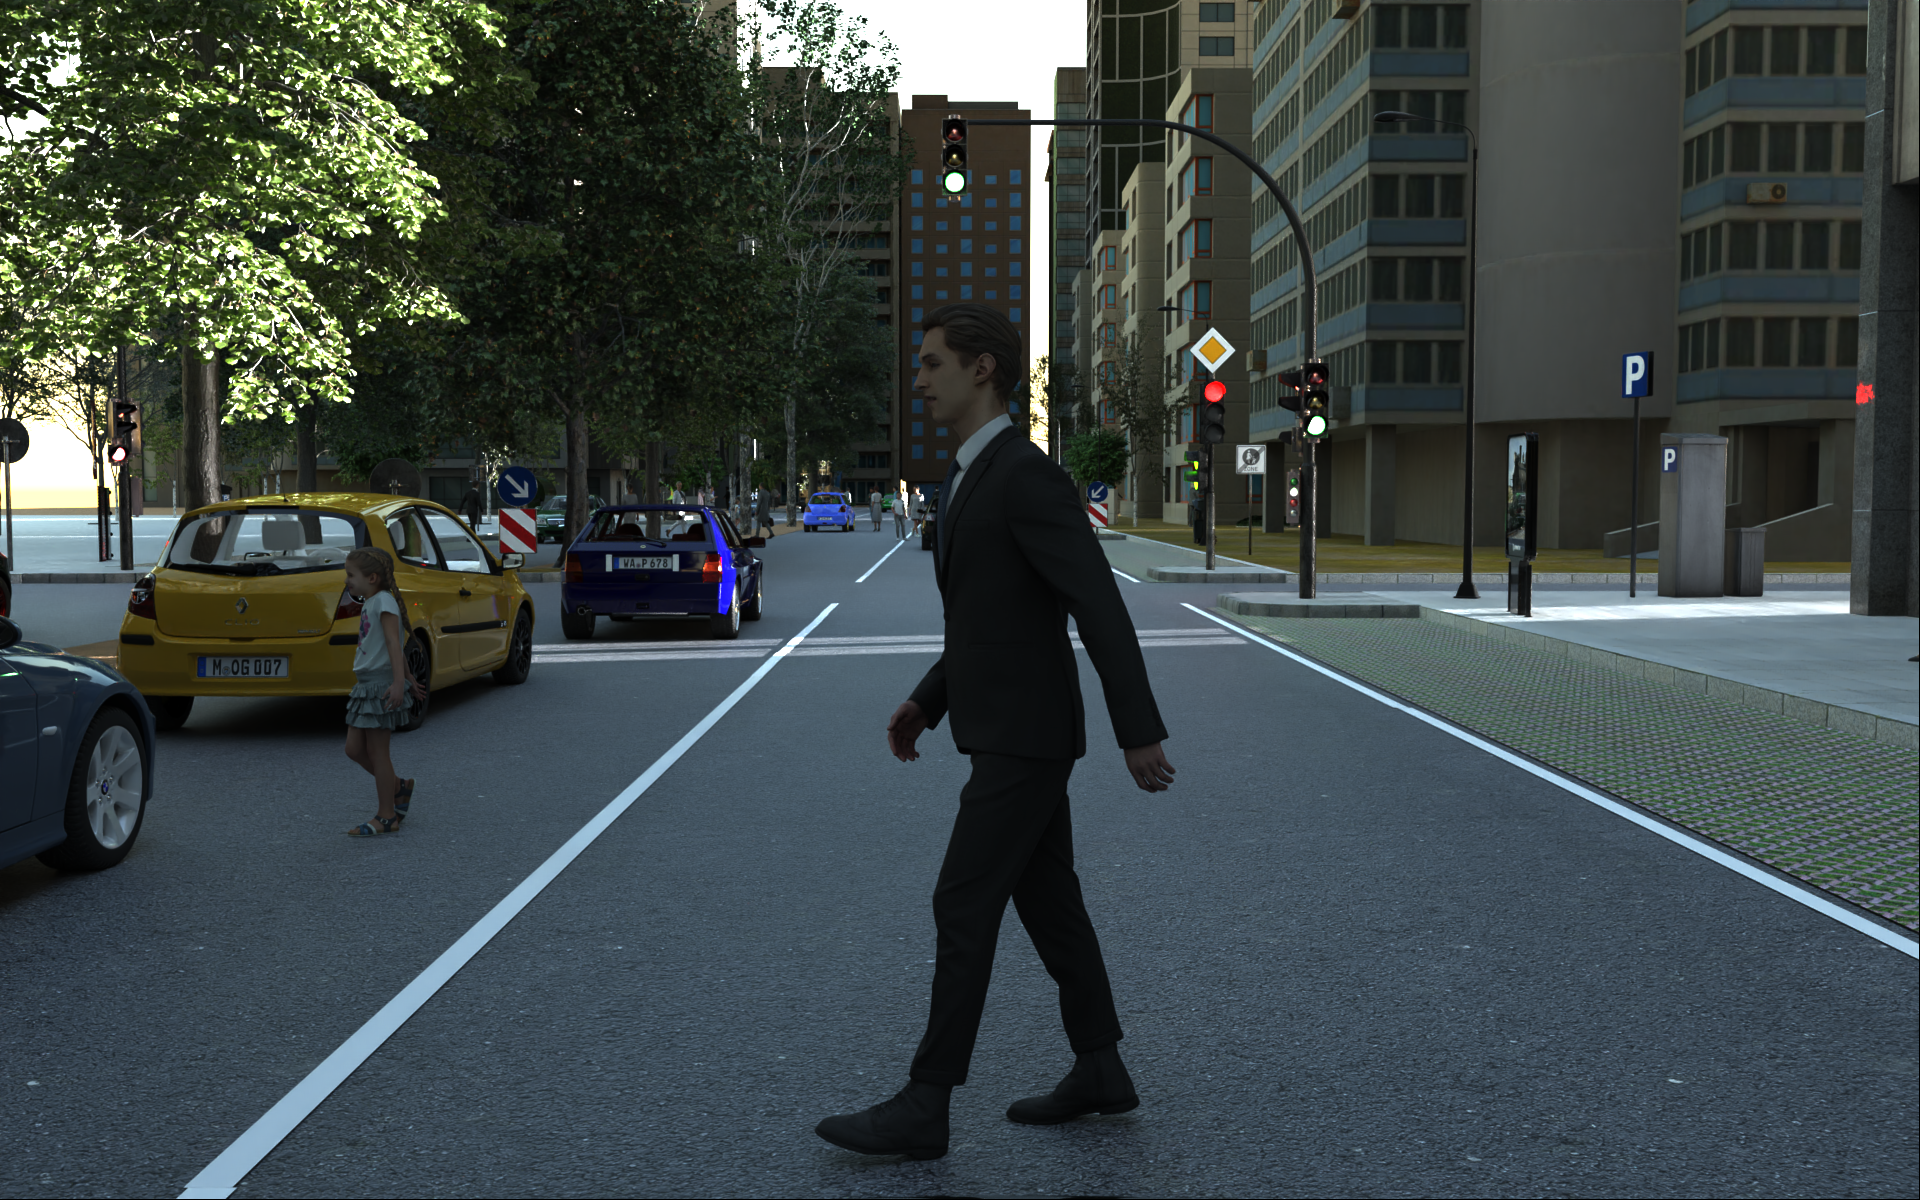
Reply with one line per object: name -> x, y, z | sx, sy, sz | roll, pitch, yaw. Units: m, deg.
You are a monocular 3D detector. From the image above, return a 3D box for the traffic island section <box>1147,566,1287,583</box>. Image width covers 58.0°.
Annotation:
traffic island section -> 4.257, -0.430, 29.312 | 2.009, 0.180, 2.903 | 0, 4, 0

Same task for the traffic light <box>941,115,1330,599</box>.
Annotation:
traffic light -> 2.156, -2.838, 21.063 | 4.771, 5.953, 1.251 | 0, 4, 0

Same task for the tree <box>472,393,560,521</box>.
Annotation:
tree -> -21.834, -8.380, 87.383 | 4.360, 8.622, 3.978 | 0, 3, 0

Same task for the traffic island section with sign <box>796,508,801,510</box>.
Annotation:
traffic island section with sign -> -14.251, -9.213, 159.260 | 1.989, 1.847, 2.006 | 0, 4, 0

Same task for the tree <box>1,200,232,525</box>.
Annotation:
tree -> -36.355, -9.942, 72.923 | 12.009, 13.543, 11.850 | 0, 3, 0

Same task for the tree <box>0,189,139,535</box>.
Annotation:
tree -> -29.756, -7.261, 53.128 | 8.767, 10.594, 7.601 | -2, 4, -31

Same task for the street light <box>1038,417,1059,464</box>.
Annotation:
street light -> 5.413, -8.062, 104.349 | 1.470, 5.913, 1.316 | 0, 4, 0

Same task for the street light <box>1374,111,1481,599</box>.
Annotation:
street light -> 5.722, -2.976, 21.205 | 1.470, 5.913, 1.316 | 0, 4, 0

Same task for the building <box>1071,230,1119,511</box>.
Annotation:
building -> 23.082, -17.313, 128.112 | 27.650, 21.520, 28.899 | 0, 4, 0

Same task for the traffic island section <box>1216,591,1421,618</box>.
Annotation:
traffic island section -> 4.288, 0.058, 21.327 | 2.009, 0.180, 2.903 | 0, 4, 0

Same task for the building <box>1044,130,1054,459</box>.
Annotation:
building -> 22.926, -33.467, 201.816 | 28.867, 44.769, 22.147 | 0, 4, 0

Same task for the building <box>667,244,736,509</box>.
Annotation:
building -> -27.317, -23.107, 149.500 | 14.160, 30.474, 14.107 | 0, 4, 0

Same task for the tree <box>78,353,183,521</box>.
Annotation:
tree -> -40.172, -8.089, 82.616 | 4.737, 8.622, 4.395 | 0, 3, 0

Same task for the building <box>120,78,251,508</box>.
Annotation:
building -> -72.005, -29.744, 169.914 | 14.086, 41.232, 14.154 | 0, 4, 0

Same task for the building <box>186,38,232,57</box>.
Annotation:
building -> -75.142, -46.594, 200.057 | 20.611, 71.187, 20.563 | 0, 4, 0

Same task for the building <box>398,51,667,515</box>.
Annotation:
building -> -27.403, -20.777, 111.413 | 14.160, 30.474, 14.107 | 0, 4, 0

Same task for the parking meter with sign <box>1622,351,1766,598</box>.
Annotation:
parking meter with sign -> 9.159, -1.548, 21.571 | 1.738, 3.016, 0.543 | -1, 4, -11

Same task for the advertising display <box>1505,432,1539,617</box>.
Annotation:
advertising display -> 5.968, -0.808, 18.429 | 0.123, 1.923, 0.974 | 0, 4, 6

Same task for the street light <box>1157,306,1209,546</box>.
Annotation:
street light -> 5.570, -4.306, 42.948 | 1.470, 5.913, 1.316 | 0, 4, 0

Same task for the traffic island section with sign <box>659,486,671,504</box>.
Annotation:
traffic island section with sign -> -13.969, -4.469, 81.691 | 1.989, 1.847, 2.006 | 0, 4, 0

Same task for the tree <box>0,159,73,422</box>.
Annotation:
tree -> -21.162, -5.279, 36.666 | 4.360, 8.622, 3.978 | 0, 3, 0

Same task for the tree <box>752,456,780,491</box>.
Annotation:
tree -> -16.852, -10.011, 147.388 | 4.285, 4.588, 4.351 | 0, 3, 0

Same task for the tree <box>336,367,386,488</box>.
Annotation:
tree -> -27.087, -8.210, 84.599 | 4.737, 8.622, 4.395 | 0, 3, 0

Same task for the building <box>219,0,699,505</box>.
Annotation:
building -> -36.194, -26.806, 130.154 | 32.217, 40.220, 23.993 | 0, 4, 0

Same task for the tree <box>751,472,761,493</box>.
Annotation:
tree -> -16.961, -8.932, 140.646 | 1.663, 3.219, 1.824 | 0, 3, 0

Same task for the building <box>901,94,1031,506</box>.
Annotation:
building -> 0.656, -33.480, 197.503 | 14.200, 45.320, 14.600 | 0, 4, 0

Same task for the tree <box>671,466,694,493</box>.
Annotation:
tree -> -17.548, -6.977, 108.673 | 1.663, 3.219, 1.824 | 0, 3, 0

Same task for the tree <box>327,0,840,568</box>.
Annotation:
tree -> -7.216, -6.907, 32.387 | 9.611, 12.733, 9.660 | 0, 3, 0

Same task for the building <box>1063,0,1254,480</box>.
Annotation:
building -> 19.761, -43.611, 151.292 | 20.563, 71.187, 20.611 | 0, 4, 0

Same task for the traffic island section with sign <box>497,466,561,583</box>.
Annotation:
traffic island section with sign -> -7.224, -1.272, 28.929 | 2.006, 1.907, 1.989 | 0, 4, 0

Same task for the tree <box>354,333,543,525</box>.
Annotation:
tree -> -20.283, -9.004, 72.969 | 9.928, 11.665, 9.643 | 0, 3, 0

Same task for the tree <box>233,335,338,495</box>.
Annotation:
tree -> -33.138, -8.107, 82.911 | 4.737, 8.622, 4.395 | 0, 3, 0

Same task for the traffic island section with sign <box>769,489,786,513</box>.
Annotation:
traffic island section with sign -> -14.147, -7.564, 132.305 | 1.989, 1.847, 2.006 | 0, 4, 0

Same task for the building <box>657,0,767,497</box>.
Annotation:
building -> -30.094, -44.465, 165.259 | 20.611, 71.187, 20.563 | 0, 4, 0

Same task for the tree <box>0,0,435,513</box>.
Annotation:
tree -> -7.197, -5.855, 16.319 | 7.486, 12.596, 7.792 | 0, 3, 0

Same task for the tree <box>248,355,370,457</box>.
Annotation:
tree -> -33.899, -9.574, 90.946 | 7.601, 10.594, 8.767 | -1, 4, -15

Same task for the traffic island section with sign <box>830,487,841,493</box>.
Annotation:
traffic island section with sign -> -7.520, -5.867, 104.067 | 2.006, 1.907, 1.989 | 0, 4, 0

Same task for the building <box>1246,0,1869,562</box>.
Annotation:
building -> 21.359, -21.754, 47.554 | 23.993, 40.220, 32.217 | 0, 4, 0

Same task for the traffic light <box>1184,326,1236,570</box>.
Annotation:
traffic light -> 4.217, -2.463, 29.198 | 0.839, 4.253, 0.868 | 0, 4, 0

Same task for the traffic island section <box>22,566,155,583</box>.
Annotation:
traffic island section -> -14.084, -0.426, 29.247 | 2.009, 0.180, 2.903 | 0, 4, 0

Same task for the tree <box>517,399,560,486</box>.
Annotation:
tree -> -24.323, -9.176, 100.396 | 4.737, 8.622, 4.395 | 0, 3, 0

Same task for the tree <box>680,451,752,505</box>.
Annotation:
tree -> -17.182, -8.132, 116.671 | 4.285, 4.588, 4.351 | 0, 3, 0

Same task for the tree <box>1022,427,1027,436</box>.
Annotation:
tree -> 6.070, -13.843, 176.699 | 4.737, 8.622, 4.395 | 0, 3, 0

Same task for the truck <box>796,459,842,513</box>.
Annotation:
truck -> -10.951, -9.004, 136.129 | 2.839, 4.237, 11.283 | 0, 4, 1

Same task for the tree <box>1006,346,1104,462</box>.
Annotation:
tree -> 5.907, -10.717, 109.633 | 7.601, 10.594, 8.767 | 0, 4, 8

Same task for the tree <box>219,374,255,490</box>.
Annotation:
tree -> -41.714, -9.061, 98.503 | 4.360, 8.622, 3.978 | 0, 3, 0

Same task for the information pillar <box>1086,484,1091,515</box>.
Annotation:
information pillar -> 6.517, -5.017, 86.527 | 0.304, 2.012, 0.304 | -2, 4, -33

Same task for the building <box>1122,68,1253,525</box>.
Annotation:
building -> 23.139, -14.681, 85.072 | 27.650, 21.520, 28.899 | 0, 4, 0

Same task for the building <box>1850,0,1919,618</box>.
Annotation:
building -> 15.583, -11.615, 7.922 | 12.078, 24.808, 19.932 | 0, 4, 0

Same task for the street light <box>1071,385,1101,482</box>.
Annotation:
street light -> 5.392, -6.184, 73.642 | 1.470, 5.913, 1.316 | 0, 4, 0

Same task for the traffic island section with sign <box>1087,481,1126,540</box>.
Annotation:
traffic island section with sign -> 4.165, -2.810, 54.564 | 1.989, 1.847, 2.006 | 0, 4, 0

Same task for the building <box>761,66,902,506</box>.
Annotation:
building -> -17.284, -35.276, 200.463 | 21.600, 48.544, 21.300 | 0, 4, 0

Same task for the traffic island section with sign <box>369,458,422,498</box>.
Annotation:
traffic island section with sign -> -7.206, -0.819, 21.522 | 2.006, 1.907, 1.989 | 0, 4, 0

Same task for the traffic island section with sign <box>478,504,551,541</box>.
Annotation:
traffic island section with sign -> -13.852, -2.770, 53.925 | 1.989, 1.847, 2.006 | 0, 4, 0

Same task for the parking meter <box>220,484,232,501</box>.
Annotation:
parking meter -> -16.366, -1.841, 38.511 | 0.372, 1.533, 0.369 | 0, 3, 0

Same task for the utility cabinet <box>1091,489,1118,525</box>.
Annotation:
utility cabinet -> 6.015, -3.879, 72.108 | 1.173, 1.500, 0.318 | 3, 4, 38

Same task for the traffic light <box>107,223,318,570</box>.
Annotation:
traffic light -> -11.953, -3.333, 29.156 | 4.771, 5.953, 1.251 | 0, 4, 0

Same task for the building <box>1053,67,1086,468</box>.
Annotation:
building -> 16.044, -29.723, 169.566 | 14.154, 41.232, 14.086 | 0, 4, 0
